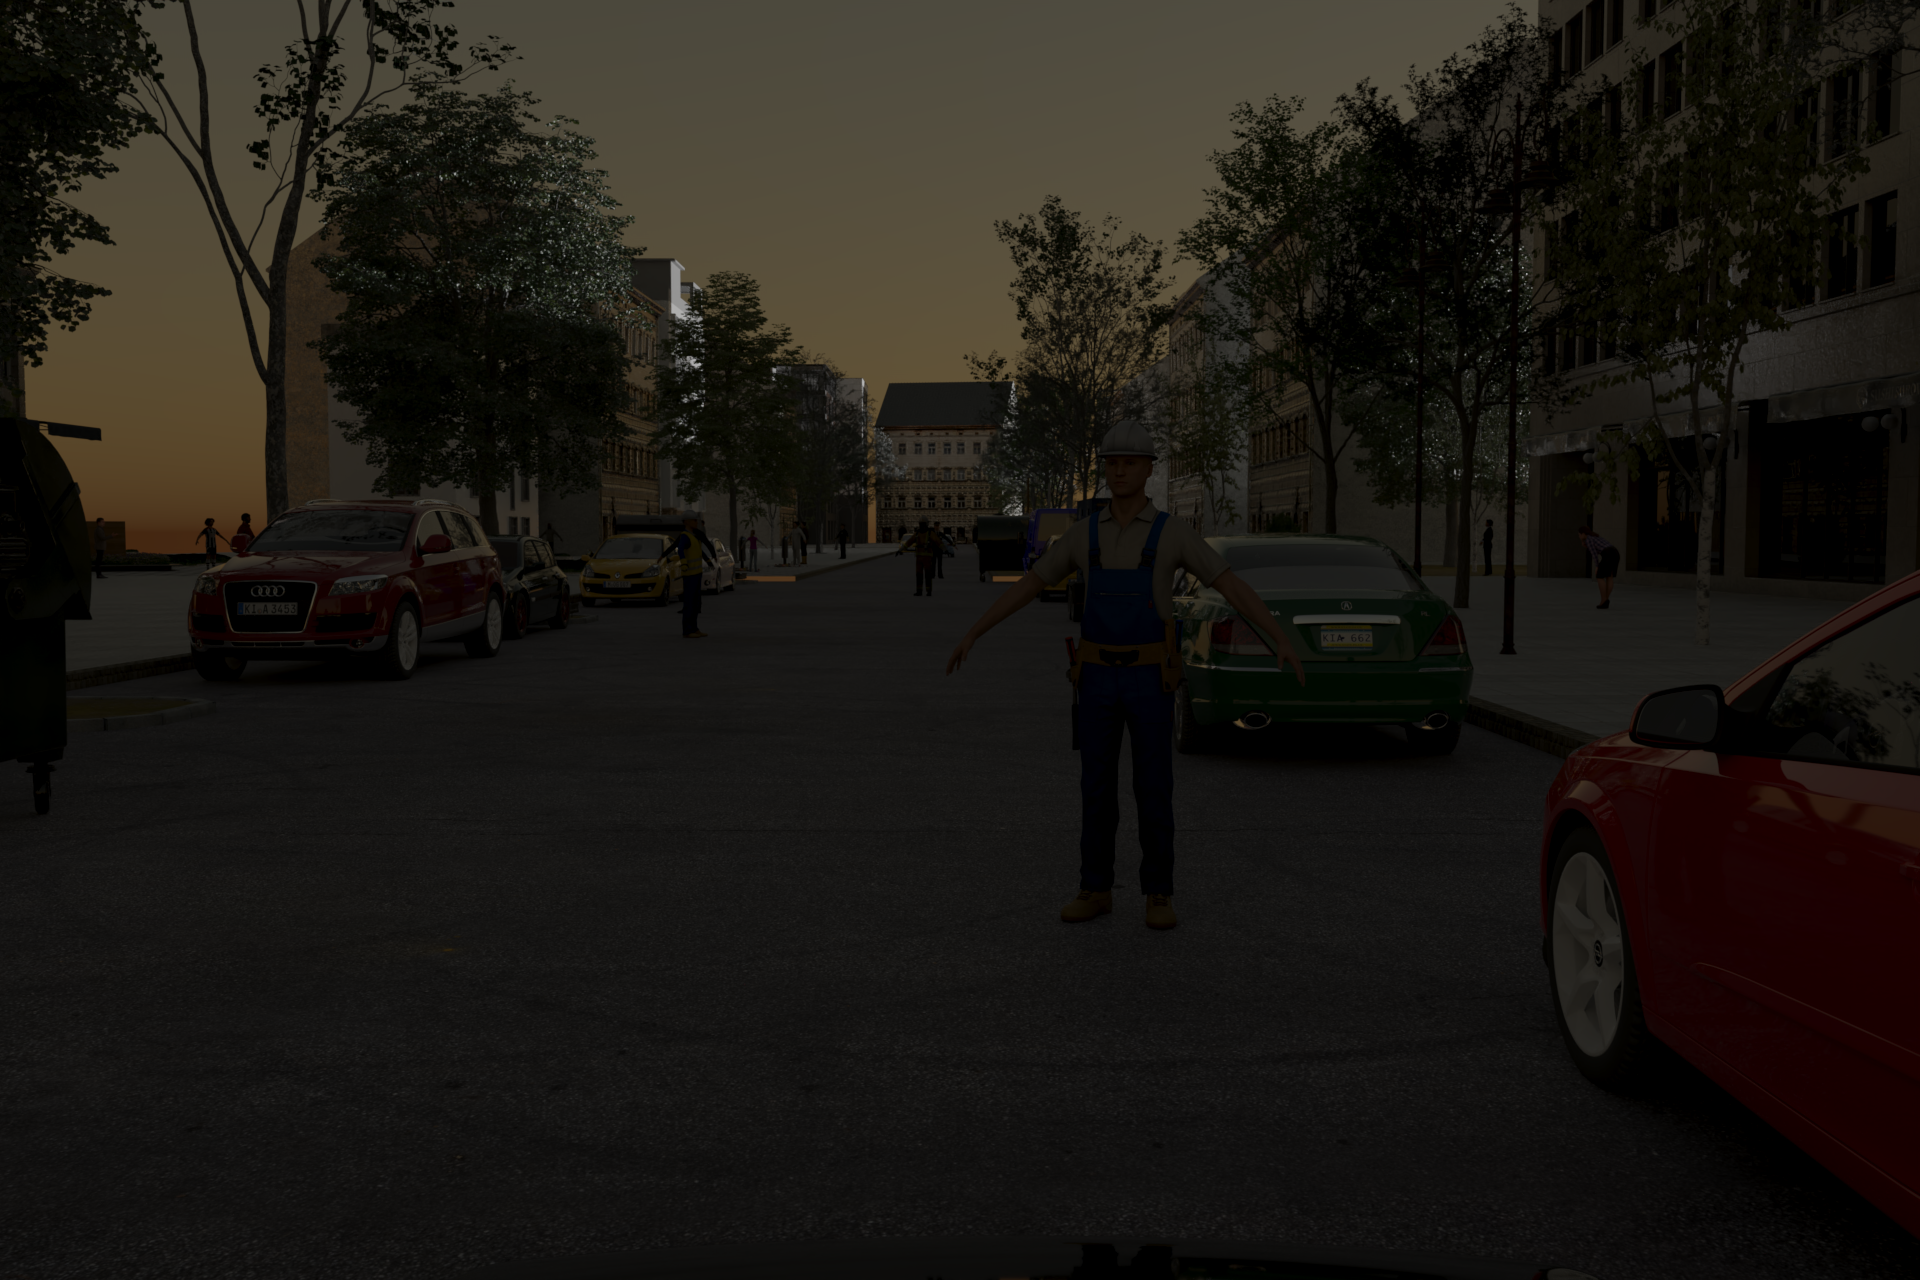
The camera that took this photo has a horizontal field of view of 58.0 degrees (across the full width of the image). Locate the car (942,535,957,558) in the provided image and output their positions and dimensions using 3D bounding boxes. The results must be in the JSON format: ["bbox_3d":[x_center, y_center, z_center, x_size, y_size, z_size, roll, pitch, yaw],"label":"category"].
[{"bbox_3d":[-1.216,-5.810,106.997,2.014,1.417,4.499,0,4,-1],"label":"car"}]

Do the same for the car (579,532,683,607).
[{"bbox_3d":[-6.615,-1.543,35.452,2.015,1.641,3.980,0,4,1],"label":"car"}]

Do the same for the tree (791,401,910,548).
[{"bbox_3d":[-9.645,-15.086,157.030,12.009,13.543,11.850,0,3,0],"label":"tree"}]

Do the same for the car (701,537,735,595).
[{"bbox_3d":[-6.610,-1.834,42.350,2.083,1.381,4.827,0,4,0],"label":"car"}]

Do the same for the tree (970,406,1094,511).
[{"bbox_3d":[6.049,-13.946,138.394,12.009,13.543,11.850,0,3,0],"label":"tree"}]

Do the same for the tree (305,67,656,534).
[{"bbox_3d":[-13.012,-8.596,47.203,9.857,13.997,8.962,0,3,0],"label":"tree"}]

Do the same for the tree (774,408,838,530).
[{"bbox_3d":[-9.215,-9.245,101.523,4.360,8.622,3.978,0,3,0],"label":"tree"}]

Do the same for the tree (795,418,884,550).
[{"bbox_3d":[-9.533,-12.429,137.631,7.601,10.594,8.767,-1,4,-11],"label":"tree"}]

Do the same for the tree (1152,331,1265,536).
[{"bbox_3d":[8.976,-6.802,61.568,4.737,8.622,4.395,0,3,0],"label":"tree"}]

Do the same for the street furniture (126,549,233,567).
[{"bbox_3d":[-33.348,-3.422,71.570,5.734,0.657,10.072,-1,4,-8],"label":"street furniture"}]

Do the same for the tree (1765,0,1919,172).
[{"bbox_3d":[8.796,-6.181,11.430,12.009,13.543,11.850,0,3,0],"label":"tree"}]

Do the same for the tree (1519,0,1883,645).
[{"bbox_3d":[8.614,-4.260,20.019,4.737,8.622,4.395,0,3,0],"label":"tree"}]

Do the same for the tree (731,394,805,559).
[{"bbox_3d":[-9.623,-8.390,87.535,4.737,8.622,4.395,0,3,0],"label":"tree"}]

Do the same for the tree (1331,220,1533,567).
[{"bbox_3d":[19.037,-9.809,67.032,9.857,13.997,8.962,0,3,0],"label":"tree"}]

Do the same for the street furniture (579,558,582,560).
[{"bbox_3d":[-14.201,-3.117,66.591,5.734,0.657,10.072,-1,4,-12],"label":"street furniture"}]

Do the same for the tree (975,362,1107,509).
[{"bbox_3d":[6.319,-12.883,121.010,12.009,13.543,11.850,0,3,0],"label":"tree"}]

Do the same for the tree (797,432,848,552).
[{"bbox_3d":[-9.839,-10.537,122.640,4.737,8.622,4.395,0,3,0],"label":"tree"}]

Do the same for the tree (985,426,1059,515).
[{"bbox_3d":[5.648,-14.536,155.791,7.486,12.596,7.792,0,3,0],"label":"tree"}]

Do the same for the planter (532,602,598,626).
[{"bbox_3d":[-6.970,-0.427,28.121,1.991,0.319,1.994,0,3,0],"label":"planter"}]

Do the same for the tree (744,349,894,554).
[{"bbox_3d":[-9.439,-12.470,114.249,12.009,13.543,11.850,0,3,0],"label":"tree"}]

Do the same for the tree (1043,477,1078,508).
[{"bbox_3d":[14.179,-19.298,249.941,7.601,10.594,8.767,0,4,1],"label":"tree"}]

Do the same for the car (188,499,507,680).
[{"bbox_3d":[-6.417,-0.610,18.651,2.281,1.827,5.304,0,4,0],"label":"car"}]

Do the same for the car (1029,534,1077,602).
[{"bbox_3d":[2.523,-1.690,37.859,2.015,1.641,3.980,0,4,0],"label":"car"}]

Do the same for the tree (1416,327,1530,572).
[{"bbox_3d":[17.282,-6.574,57.853,4.360,8.622,3.978,0,3,0],"label":"tree"}]

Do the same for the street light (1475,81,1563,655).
[{"bbox_3d":[5.854,-2.785,18.316,0.468,5.910,1.993,0,4,1],"label":"street light"}]

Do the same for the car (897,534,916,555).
[{"bbox_3d":[-3.314,-6.670,119.278,2.015,1.641,3.980,0,3,0],"label":"car"}]

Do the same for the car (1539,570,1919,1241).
[{"bbox_3d":[2.495,0.358,3.195,2.155,1.783,4.494,0,4,1],"label":"car"}]

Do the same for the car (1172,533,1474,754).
[{"bbox_3d":[2.332,-0.056,12.712,2.131,1.459,4.920,0,4,0],"label":"car"}]

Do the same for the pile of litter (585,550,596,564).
[{"bbox_3d":[-10.153,-2.146,49.058,1.176,0.858,1.719,0,3,0],"label":"pile of litter"}]

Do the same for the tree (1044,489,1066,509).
[{"bbox_3d":[13.476,-17.915,243.273,4.360,8.622,3.978,0,3,0],"label":"tree"}]

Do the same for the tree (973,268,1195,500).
[{"bbox_3d":[5.881,-10.346,79.527,12.009,13.543,11.850,0,3,0],"label":"tree"}]

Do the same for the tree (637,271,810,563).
[{"bbox_3d":[-10.315,-9.618,75.388,7.486,12.596,7.792,0,3,0],"label":"tree"}]

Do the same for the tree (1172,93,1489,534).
[{"bbox_3d":[8.792,-7.063,41.228,9.928,11.665,9.643,0,3,0],"label":"tree"}]

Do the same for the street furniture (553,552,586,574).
[{"bbox_3d":[-16.922,-2.510,56.665,10.072,0.657,5.734,-1,4,-17],"label":"street furniture"}]

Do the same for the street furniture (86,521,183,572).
[{"bbox_3d":[-30.593,-3.274,60.386,11.010,1.723,9.812,-2,4,-28],"label":"street furniture"}]

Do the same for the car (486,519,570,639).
[{"bbox_3d":[-6.813,-0.920,24.826,2.009,1.686,4.222,0,4,0],"label":"car"}]

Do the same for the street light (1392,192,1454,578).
[{"bbox_3d":[6.351,-3.127,23.915,0.468,5.910,1.993,0,4,0],"label":"street light"}]

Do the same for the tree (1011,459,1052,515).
[{"bbox_3d":[6.324,-12.117,148.473,4.360,8.622,3.978,0,3,0],"label":"tree"}]

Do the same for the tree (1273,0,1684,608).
[{"bbox_3d":[9.044,-5.837,29.854,7.601,10.594,8.767,-1,4,-17],"label":"tree"}]

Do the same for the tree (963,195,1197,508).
[{"bbox_3d":[6.582,-14.637,95.202,12.611,20.169,13.585,0,3,0],"label":"tree"}]

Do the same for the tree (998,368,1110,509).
[{"bbox_3d":[6.061,-11.195,108.789,9.928,11.665,9.643,0,3,0],"label":"tree"}]

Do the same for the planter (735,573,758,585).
[{"bbox_3d":[-6.887,-1.768,50.049,1.991,0.319,1.994,0,3,0],"label":"planter"}]
